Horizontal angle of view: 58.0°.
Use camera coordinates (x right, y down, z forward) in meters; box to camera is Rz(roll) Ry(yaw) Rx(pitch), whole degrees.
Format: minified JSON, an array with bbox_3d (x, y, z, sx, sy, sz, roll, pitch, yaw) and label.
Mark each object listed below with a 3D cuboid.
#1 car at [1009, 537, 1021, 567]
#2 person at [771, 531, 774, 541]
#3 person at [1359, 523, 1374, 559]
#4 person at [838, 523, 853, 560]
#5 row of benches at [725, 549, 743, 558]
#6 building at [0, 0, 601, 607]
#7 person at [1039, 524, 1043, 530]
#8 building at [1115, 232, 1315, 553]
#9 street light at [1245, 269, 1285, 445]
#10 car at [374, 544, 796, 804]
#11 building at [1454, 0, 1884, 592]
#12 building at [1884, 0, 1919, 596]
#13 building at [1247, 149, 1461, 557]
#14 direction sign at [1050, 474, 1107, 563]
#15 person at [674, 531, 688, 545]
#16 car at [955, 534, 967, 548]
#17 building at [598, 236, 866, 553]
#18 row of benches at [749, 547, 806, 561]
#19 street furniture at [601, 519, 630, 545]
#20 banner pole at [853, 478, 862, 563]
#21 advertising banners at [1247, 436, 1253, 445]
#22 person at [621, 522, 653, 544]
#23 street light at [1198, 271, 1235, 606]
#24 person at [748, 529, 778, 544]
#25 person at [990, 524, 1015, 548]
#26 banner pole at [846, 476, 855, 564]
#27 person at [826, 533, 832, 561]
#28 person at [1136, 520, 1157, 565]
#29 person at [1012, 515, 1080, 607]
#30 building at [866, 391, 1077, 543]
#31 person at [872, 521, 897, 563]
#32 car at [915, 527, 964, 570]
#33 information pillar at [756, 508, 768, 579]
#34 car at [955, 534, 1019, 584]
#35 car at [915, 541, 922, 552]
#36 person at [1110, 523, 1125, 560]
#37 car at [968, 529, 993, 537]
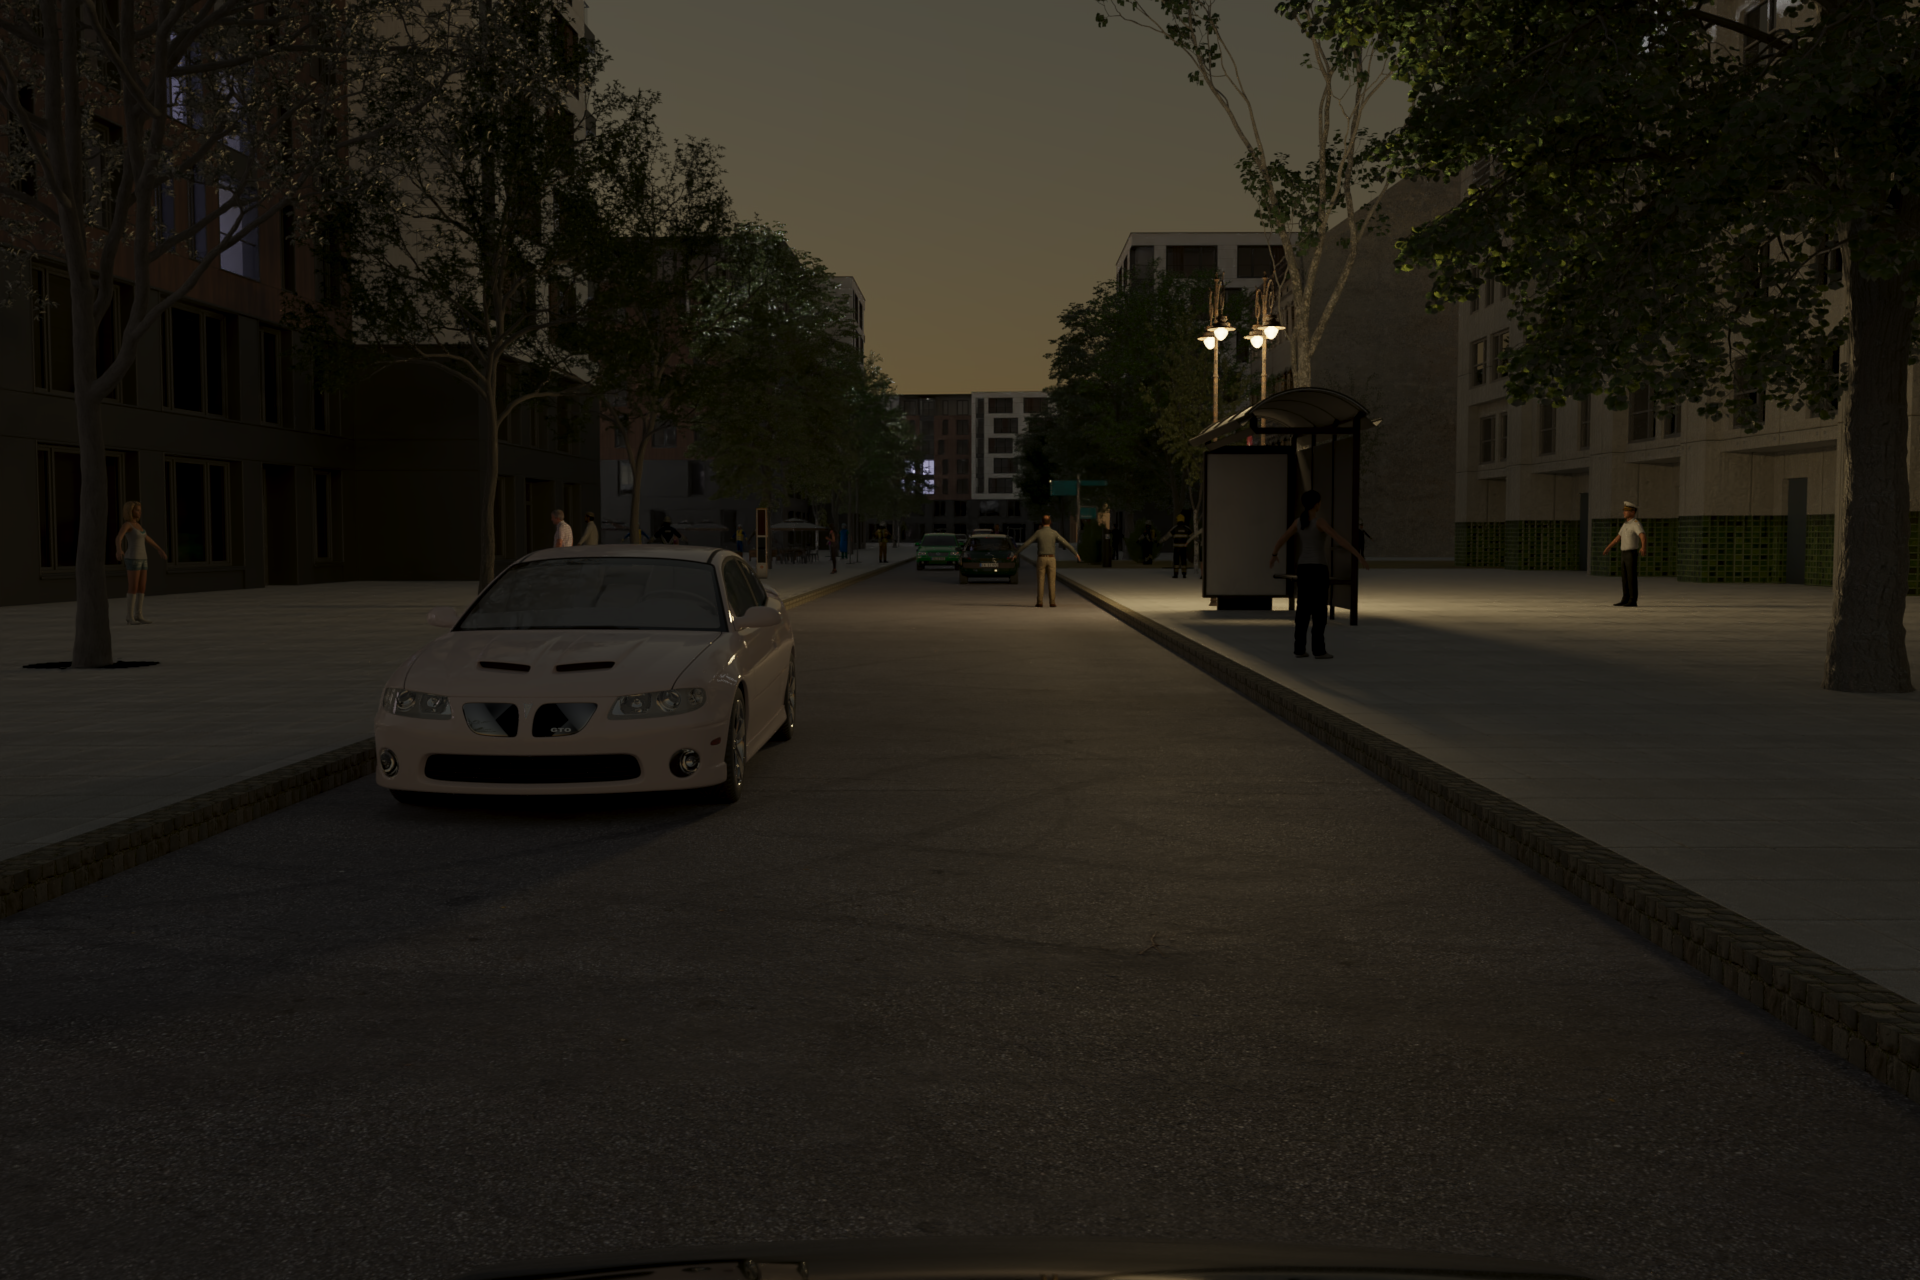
[{"bbox_3d":[1.706,-3.848,75.503,1.945,1.354,3.894,0,4,0],"label":"car"},{"bbox_3d":[-11.314,-5.884,102.393,0.705,1.806,1.347,1,4,21],"label":"person"},{"bbox_3d":[20.232,-4.976,87.285,1.347,1.837,0.705,-1,4,-22],"label":"person"},{"bbox_3d":[-5.807,-4.909,86.384,1.347,1.817,0.704,3,5,41],"label":"person"},{"bbox_3d":[-10.110,-3.307,69.538,1.422,0.672,4.104,2,4,26],"label":"row of benches"},{"bbox_3d":[-26.991,-12.275,44.664,27.936,21.610,32.646,0,4,2],"label":"building"},{"bbox_3d":[3.071,-3.474,65.391,0.704,1.812,1.346,0,4,-2],"label":"person"},{"bbox_3d":[25.766,-17.716,133.632,27.936,21.610,32.646,0,4,1],"label":"building"},{"bbox_3d":[5.345,-3.531,30.522,0.468,5.910,1.993,0,4,0],"label":"street light"},{"bbox_3d":[-2.088,0.100,10.723,2.083,1.381,4.827,0,4,0],"label":"car"},{"bbox_3d":[27.872,-11.401,52.859,16.747,18.905,31.486,0,4,1],"label":"building"},{"bbox_3d":[27.683,-9.453,21.015,16.747,18.905,31.486,0,4,1],"label":"building"},{"bbox_3d":[27.978,-16.709,104.122,19.493,23.208,18.063,0,4,1],"label":"building"},{"bbox_3d":[5.268,-5.366,76.489,2.525,3.948,1.411,0,4,0],"label":"direction sign"},{"bbox_3d":[-13.869,-4.757,84.581,1.217,1.733,0.721,1,4,12],"label":"person"},{"bbox_3d":[-0.063,-9.383,163.205,2.009,1.686,4.222,0,4,1],"label":"car"},{"bbox_3d":[-22.465,-17.833,135.551,27.936,21.610,32.646,0,4,1],"label":"building"},{"bbox_3d":[-8.682,-4.137,83.105,1.422,0.672,4.104,2,4,28],"label":"row of benches"},{"bbox_3d":[-28.444,-4.147,72.837,27.439,1.986,14.083,0,4,2],"label":"street furniture"},{"bbox_3d":[-4.617,-5.385,78.062,0.401,3.779,0.863,0,3,0],"label":"banner pole"},{"bbox_3d":[4.995,-2.111,30.708,0.090,3.025,2.074,0,4,1],"label":"advertising banners"},{"bbox_3d":[-12.457,-3.686,66.734,1.216,1.772,0.721,0,4,-4],"label":"person"},{"bbox_3d":[4.524,-3.543,30.718,0.468,5.910,1.993,0,4,1],"label":"street light"},{"bbox_3d":[-7.549,-3.654,65.876,1.348,1.813,0.705,2,4,29],"label":"person"},{"bbox_3d":[1.353,-3.346,63.390,1.346,1.802,0.704,0,4,0],"label":"person"},{"bbox_3d":[-4.695,-5.152,74.250,0.401,3.779,0.863,0,4,0],"label":"banner pole"},{"bbox_3d":[-6.277,-4.550,83.656,0.599,1.433,0.991,1,4,11],"label":"person"},{"bbox_3d":[7.854,-4.071,72.347,0.705,1.856,1.354,3,5,43],"label":"person"},{"bbox_3d":[1.687,-1.542,33.932,1.348,1.796,0.705,0,3,0],"label":"person"},{"bbox_3d":[0.962,-25.353,260.949,32.646,21.610,27.936,0,4,6],"label":"building"},{"bbox_3d":[-3.420,-4.374,77.280,1.354,1.858,0.705,2,4,33],"label":"person"},{"bbox_3d":[-0.816,-3.716,69.547,1.959,1.807,4.718,0,4,1],"label":"car"},{"bbox_3d":[-5.675,-2.765,49.696,0.304,2.012,0.304,0,4,0],"label":"information pillar"},{"bbox_3d":[0.843,-2.506,50.765,2.009,1.686,4.222,0,4,1],"label":"car"},{"bbox_3d":[-1.242,-4.445,85.263,1.945,1.354,3.894,0,4,1],"label":"car"},{"bbox_3d":[7.643,-4.846,85.411,1.347,1.806,0.705,-2,4,-31],"label":"person"},{"bbox_3d":[1.736,-7.424,130.057,2.281,1.827,5.304,0,4,1],"label":"car"}]
